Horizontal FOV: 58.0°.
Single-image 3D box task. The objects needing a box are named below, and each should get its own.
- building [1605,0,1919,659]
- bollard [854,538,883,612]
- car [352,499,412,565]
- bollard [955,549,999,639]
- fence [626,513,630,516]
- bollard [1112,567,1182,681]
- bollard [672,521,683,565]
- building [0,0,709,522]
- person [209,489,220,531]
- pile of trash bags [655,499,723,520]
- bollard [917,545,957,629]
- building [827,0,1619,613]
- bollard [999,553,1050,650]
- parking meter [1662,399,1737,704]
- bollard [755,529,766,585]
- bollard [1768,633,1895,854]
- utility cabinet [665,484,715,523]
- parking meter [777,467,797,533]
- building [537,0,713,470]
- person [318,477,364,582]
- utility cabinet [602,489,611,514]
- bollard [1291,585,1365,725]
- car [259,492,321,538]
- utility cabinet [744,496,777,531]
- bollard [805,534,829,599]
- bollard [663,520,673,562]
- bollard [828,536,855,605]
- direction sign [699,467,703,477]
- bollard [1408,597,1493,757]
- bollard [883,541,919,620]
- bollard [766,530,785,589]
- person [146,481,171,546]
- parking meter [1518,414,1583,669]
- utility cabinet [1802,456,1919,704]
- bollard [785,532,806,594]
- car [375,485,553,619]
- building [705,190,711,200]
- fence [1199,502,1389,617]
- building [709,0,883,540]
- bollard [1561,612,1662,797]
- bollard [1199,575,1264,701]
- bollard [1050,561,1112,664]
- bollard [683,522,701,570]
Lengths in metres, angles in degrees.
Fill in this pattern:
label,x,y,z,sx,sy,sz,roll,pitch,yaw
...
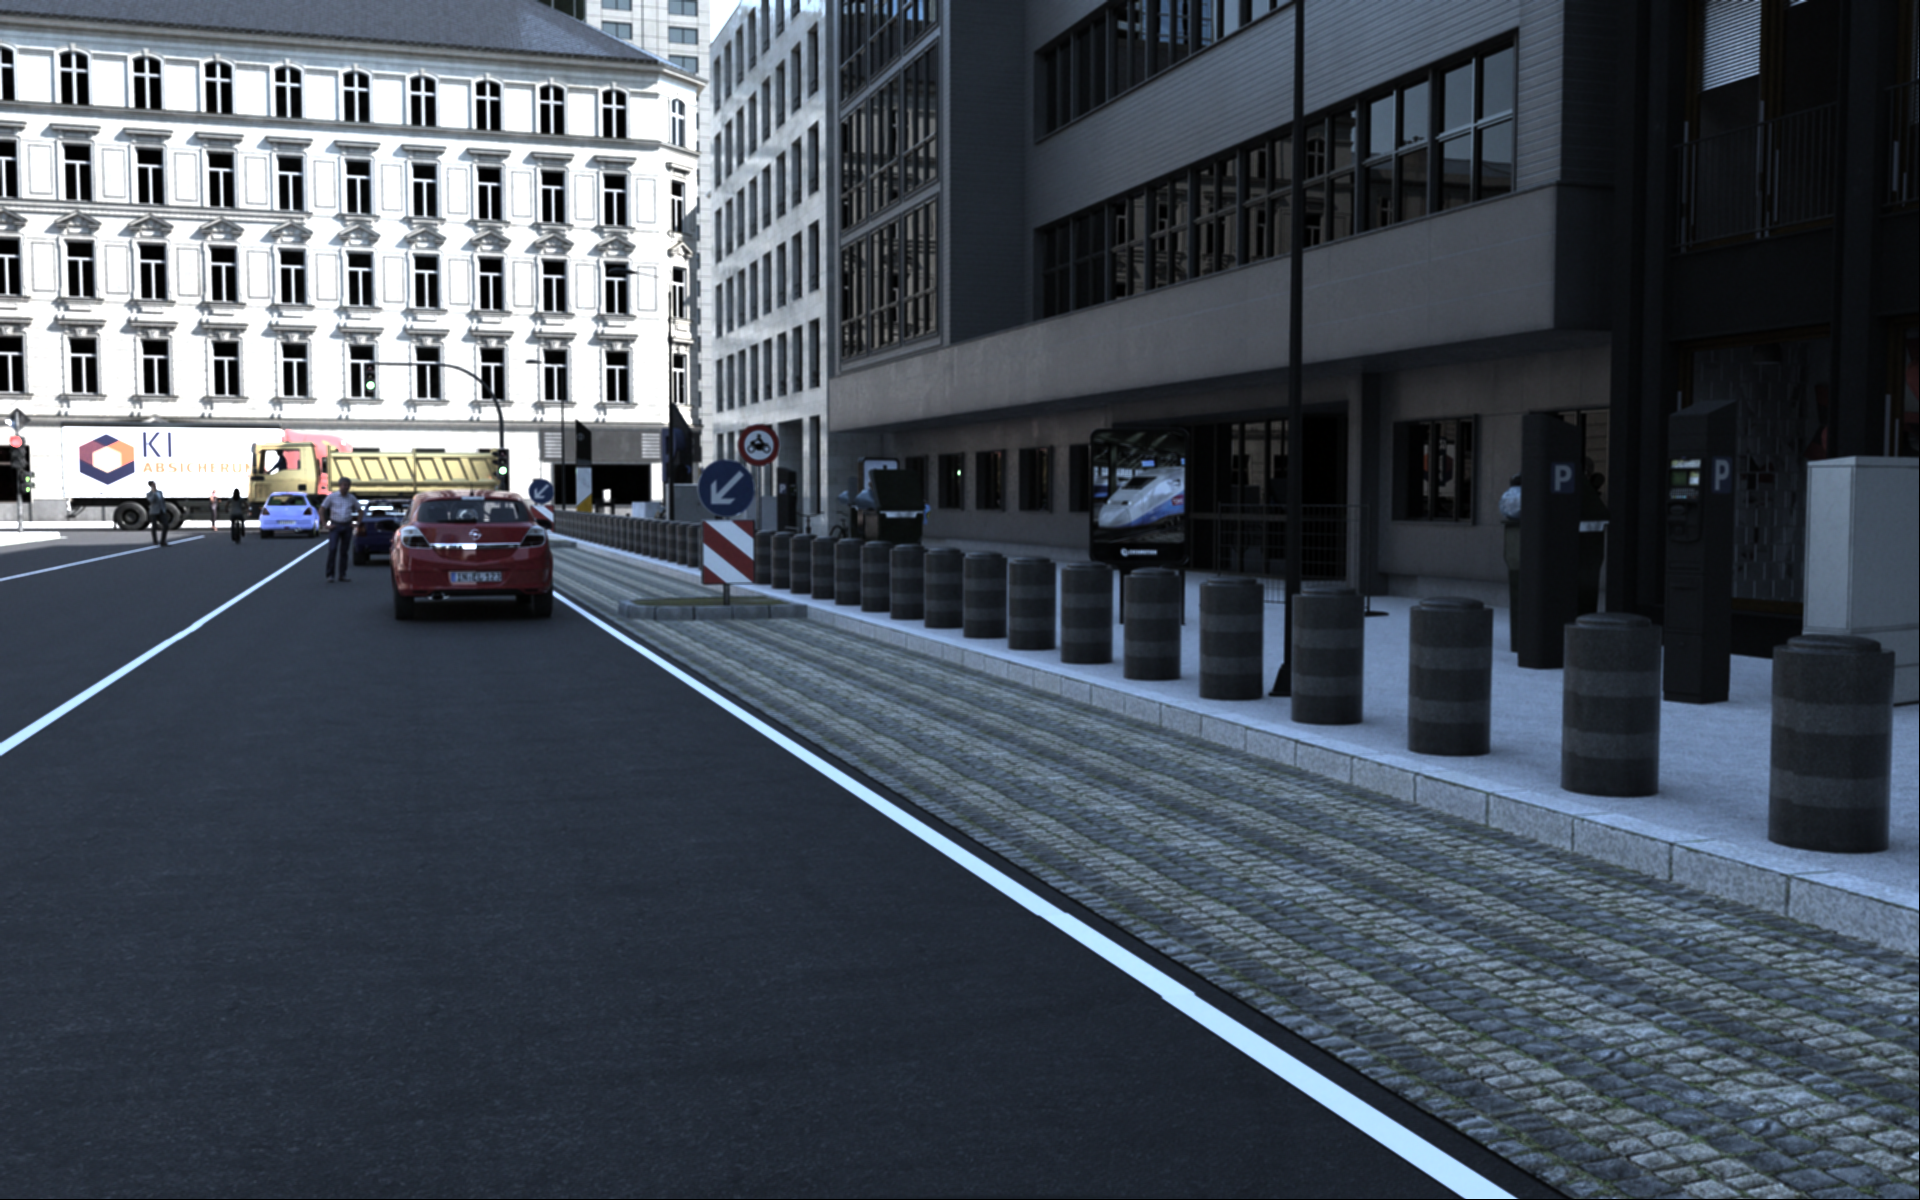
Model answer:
label,x,y,z,sx,sy,sz,roll,pitch,yaw
building,13.911,-10.955,8.792,12.332,23.373,15.834,-1,4,-18
bollard,-0.885,-0.260,18.970,0.404,0.777,0.398,0,3,0
car,-11.813,-1.456,36.394,1.945,1.354,3.894,-1,4,-17
bollard,0.227,-0.050,15.531,0.404,0.777,0.398,0,3,0
fence,-10.192,-2.311,53.166,0.278,0.683,2.069,0,4,-8
bollard,1.341,0.162,12.071,0.404,0.777,0.398,0,3,0
bollard,-4.965,-1.032,31.587,0.404,0.777,0.398,0,3,0
building,-35.700,-19.070,88.207,44.131,29.872,17.030,-1,4,-18
person,-29.046,-3.522,67.555,0.593,1.643,0.415,3,4,37
pile of trash bags,-7.290,-2.259,46.693,1.912,1.369,3.447,-1,4,-15
bollard,-0.146,-0.120,16.676,0.404,0.777,0.398,0,3,0
building,7.834,-12.954,30.866,14.314,24.678,30.058,-1,4,-18
bollard,0.597,0.021,14.374,0.404,0.777,0.398,0,3,0
parking meter,4.557,-0.304,10.680,0.399,1.863,0.255,-3,4,-36
bollard,-2.738,-0.611,24.703,0.404,0.777,0.398,0,3,0
bollard,3.191,0.512,6.351,0.404,0.777,0.398,0,3,0
utility cabinet,-5.834,-1.767,37.566,0.318,1.500,1.173,3,5,39
parking meter,-3.759,-1.953,37.644,0.399,1.863,0.255,3,4,36
building,-37.161,-45.152,176.483,20.563,71.187,20.611,-1,4,-18
person,-10.153,-1.166,28.496,0.756,1.711,0.436,-2,4,-32
utility cabinet,-16.932,-4.541,82.922,0.318,1.500,1.173,-1,4,-15
bollard,2.077,0.302,9.783,0.404,0.777,0.398,0,3,0
car,-22.204,-2.926,57.437,1.945,1.707,3.694,-1,4,-17
utility cabinet,-5.556,-2.300,48.765,1.020,1.237,0.306,-2,4,-24
bollard,-1.626,-0.400,21.257,0.404,0.777,0.398,0,3,0
bollard,-5.334,-1.102,32.731,0.404,0.777,0.398,0,3,0
bollard,-1.256,-0.330,20.113,0.404,0.777,0.398,0,3,0
direction sign,-21.841,-9.417,145.960,0.379,3.537,0.876,-3,4,-39
bollard,2.445,0.372,8.639,0.404,0.777,0.398,0,3,0
bollard,-0.520,-0.190,17.825,0.404,0.777,0.398,0,3,0
bollard,-2.366,-0.541,23.560,0.404,0.777,0.398,0,3,0
person,-22.071,-2.385,47.674,0.592,1.802,0.473,-3,5,-44
parking meter,4.360,-0.433,12.787,0.399,1.863,0.255,-2,4,-23
utility cabinet,5.585,-0.113,10.530,1.173,1.500,0.318,-2,4,-34
bollard,-1.997,-0.470,22.400,0.404,0.777,0.398,0,3,0
car,-6.104,-0.759,21.449,2.155,1.783,4.494,-1,4,-18
building,-2.531,-15.878,95.759,21.152,22.565,11.583,-1,4,-18
fence,3.634,-0.478,19.013,0.480,1.192,2.264,-3,5,-39
building,-0.982,-12.111,52.764,10.420,20.320,16.860,-1,4,-18
bollard,2.820,0.442,7.497,0.404,0.777,0.398,0,3,0
bollard,1.713,0.232,10.928,0.404,0.777,0.398,0,3,0
bollard,0.967,0.092,13.219,0.404,0.777,0.398,0,3,0
bollard,-4.593,-0.961,30.434,0.404,0.777,0.398,0,3,0
